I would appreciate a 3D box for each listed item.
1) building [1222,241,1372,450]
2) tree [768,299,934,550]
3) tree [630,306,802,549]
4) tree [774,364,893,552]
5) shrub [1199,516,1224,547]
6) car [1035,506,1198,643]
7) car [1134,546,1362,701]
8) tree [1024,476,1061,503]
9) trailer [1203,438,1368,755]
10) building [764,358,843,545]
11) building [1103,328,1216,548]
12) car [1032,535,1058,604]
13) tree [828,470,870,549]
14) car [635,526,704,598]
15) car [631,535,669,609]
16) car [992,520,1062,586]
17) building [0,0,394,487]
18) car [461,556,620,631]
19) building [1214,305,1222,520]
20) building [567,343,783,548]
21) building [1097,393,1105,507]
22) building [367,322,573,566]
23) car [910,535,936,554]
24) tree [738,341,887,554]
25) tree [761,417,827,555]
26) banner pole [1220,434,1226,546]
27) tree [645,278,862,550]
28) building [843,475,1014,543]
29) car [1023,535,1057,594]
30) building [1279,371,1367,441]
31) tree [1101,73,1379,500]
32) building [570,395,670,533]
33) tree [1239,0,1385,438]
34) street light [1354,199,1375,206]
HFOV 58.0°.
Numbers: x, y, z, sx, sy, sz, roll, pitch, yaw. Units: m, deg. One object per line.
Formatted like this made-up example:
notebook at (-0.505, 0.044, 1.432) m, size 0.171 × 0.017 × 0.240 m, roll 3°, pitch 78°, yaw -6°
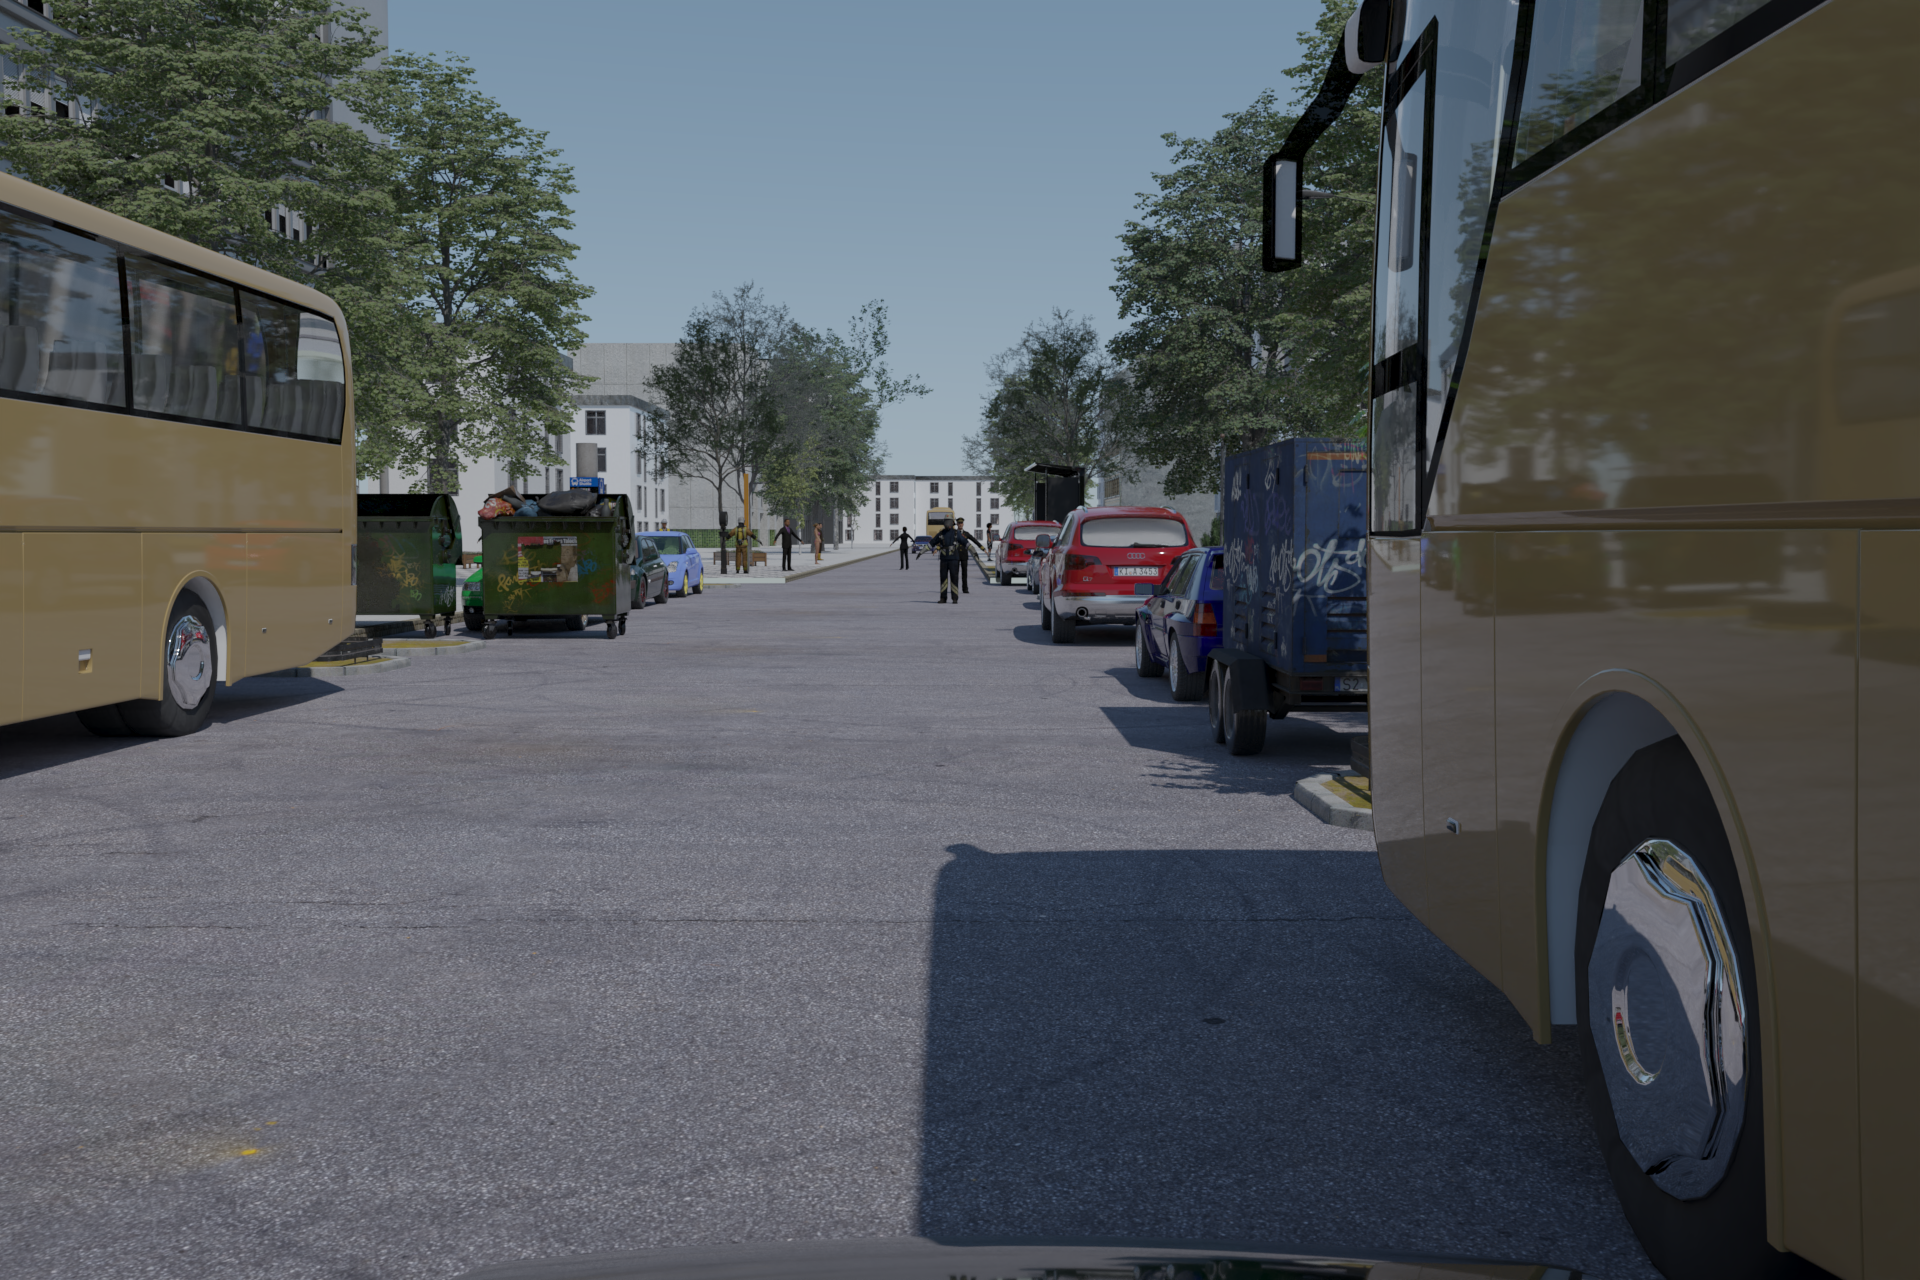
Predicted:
building at (22.343, -15.688, 112.921) m, size 16.016 × 20.090 × 11.380 m, roll 0°, pitch 4°, yaw 0°
tree at (-8.710, -17.298, 138.706) m, size 12.611 × 20.169 × 13.585 m, roll 0°, pitch 3°, yaw 0°
tree at (-10.111, -8.388, 71.556) m, size 7.601 × 10.594 × 8.767 m, roll -1°, pitch 4°, yaw -9°
tree at (-9.899, -13.127, 124.994) m, size 12.009 × 13.543 × 11.850 m, roll 0°, pitch 3°, yaw 0°
shrub at (10.515, -4.046, 70.199) m, size 1.661 × 2.075 × 1.752 m, roll 0°, pitch 3°, yaw 0°
car at (2.218, -0.953, 24.252) m, size 2.281 × 1.827 × 5.304 m, roll 0°, pitch 4°, yaw 0°
car at (2.660, -0.221, 16.202) m, size 1.945 × 1.354 × 3.894 m, roll 0°, pitch 4°, yaw -1°
tree at (5.918, -10.408, 120.540) m, size 4.737 × 8.622 × 4.395 m, roll 0°, pitch 3°, yaw 0°
trailer at (2.450, -0.317, 12.231) m, size 1.471 × 1.999 × 3.904 m, roll 0°, pitch 3°, yaw 0°
building at (-29.627, -22.859, 217.716) m, size 27.936 × 21.610 × 32.646 m, roll 0°, pitch 4°, yaw 0°
building at (24.447, -20.928, 173.107) m, size 19.493 × 23.208 × 18.063 m, roll 0°, pitch 4°, yaw 0°
car at (2.517, -1.527, 34.006) m, size 2.155 × 1.783 × 4.494 m, roll 0°, pitch 4°, yaw 0°
tree at (-9.280, -12.312, 151.658) m, size 4.360 × 8.622 × 3.978 m, roll 0°, pitch 3°, yaw 0°
car at (-7.004, -1.869, 40.152) m, size 1.945 × 1.707 × 3.694 m, roll 0°, pitch 4°, yaw 0°
car at (-6.884, -1.496, 34.248) m, size 2.009 × 1.686 × 4.222 m, roll 0°, pitch 4°, yaw 0°
car at (2.097, -2.505, 49.626) m, size 2.281 × 1.827 × 5.304 m, roll 0°, pitch 4°, yaw -1°
building at (-29.438, -14.255, 40.671) m, size 19.016 × 26.051 × 41.698 m, roll 0°, pitch 4°, yaw 1°
car at (-6.471, -1.122, 27.140) m, size 1.959 × 1.807 × 4.718 m, roll 0°, pitch 4°, yaw -1°
building at (24.813, -16.887, 132.522) m, size 16.016 × 20.090 × 11.380 m, roll 0°, pitch 3°, yaw 0°
building at (-27.966, -18.944, 176.195) m, size 16.747 × 18.905 × 31.486 m, roll 0°, pitch 4°, yaw 0°
building at (23.069, -22.620, 226.256) m, size 16.016 × 20.090 × 11.380 m, roll 0°, pitch 4°, yaw 0°
building at (-23.019, -8.606, 82.862) m, size 9.099 × 9.664 × 28.070 m, roll 0°, pitch 4°, yaw 0°
car at (-2.656, -7.002, 127.056) m, size 1.945 × 1.354 × 3.894 m, roll 0°, pitch 4°, yaw 0°
tree at (-9.671, -12.680, 113.976) m, size 9.857 × 13.997 × 8.962 m, roll 0°, pitch 3°, yaw 0°
tree at (-10.043, -9.528, 106.146) m, size 4.737 × 8.622 × 4.395 m, roll 0°, pitch 3°, yaw 0°
banner pole at (6.536, -3.243, 43.032) m, size 0.401 × 3.779 × 0.863 m, roll 0°, pitch 3°, yaw 0°
tree at (-10.369, -10.624, 84.076) m, size 12.009 × 13.543 × 11.850 m, roll 0°, pitch 3°, yaw 0°
building at (-6.281, -18.420, 245.772) m, size 28.070 × 9.664 × 9.099 m, roll 0°, pitch 4°, yaw 2°
car at (2.583, -1.869, 42.566) m, size 2.014 × 1.417 × 4.499 m, roll 0°, pitch 4°, yaw -1°
building at (22.305, -8.671, 83.916) m, size 9.099 × 9.664 × 28.070 m, roll 0°, pitch 4°, yaw 0°
tree at (8.259, -8.721, 49.242) m, size 9.857 × 13.997 × 8.962 m, roll 0°, pitch 3°, yaw 0°
building at (-24.373, -10.792, 118.591) m, size 9.099 × 9.664 × 28.070 m, roll 0°, pitch 4°, yaw 0°
tree at (8.807, -6.907, 31.054) m, size 7.486 × 12.596 × 7.792 m, roll 0°, pitch 3°, yaw 0°
street light at (6.248, -3.120, 23.551) m, size 1.470 × 5.913 × 1.316 m, roll 0°, pitch 4°, yaw 0°
